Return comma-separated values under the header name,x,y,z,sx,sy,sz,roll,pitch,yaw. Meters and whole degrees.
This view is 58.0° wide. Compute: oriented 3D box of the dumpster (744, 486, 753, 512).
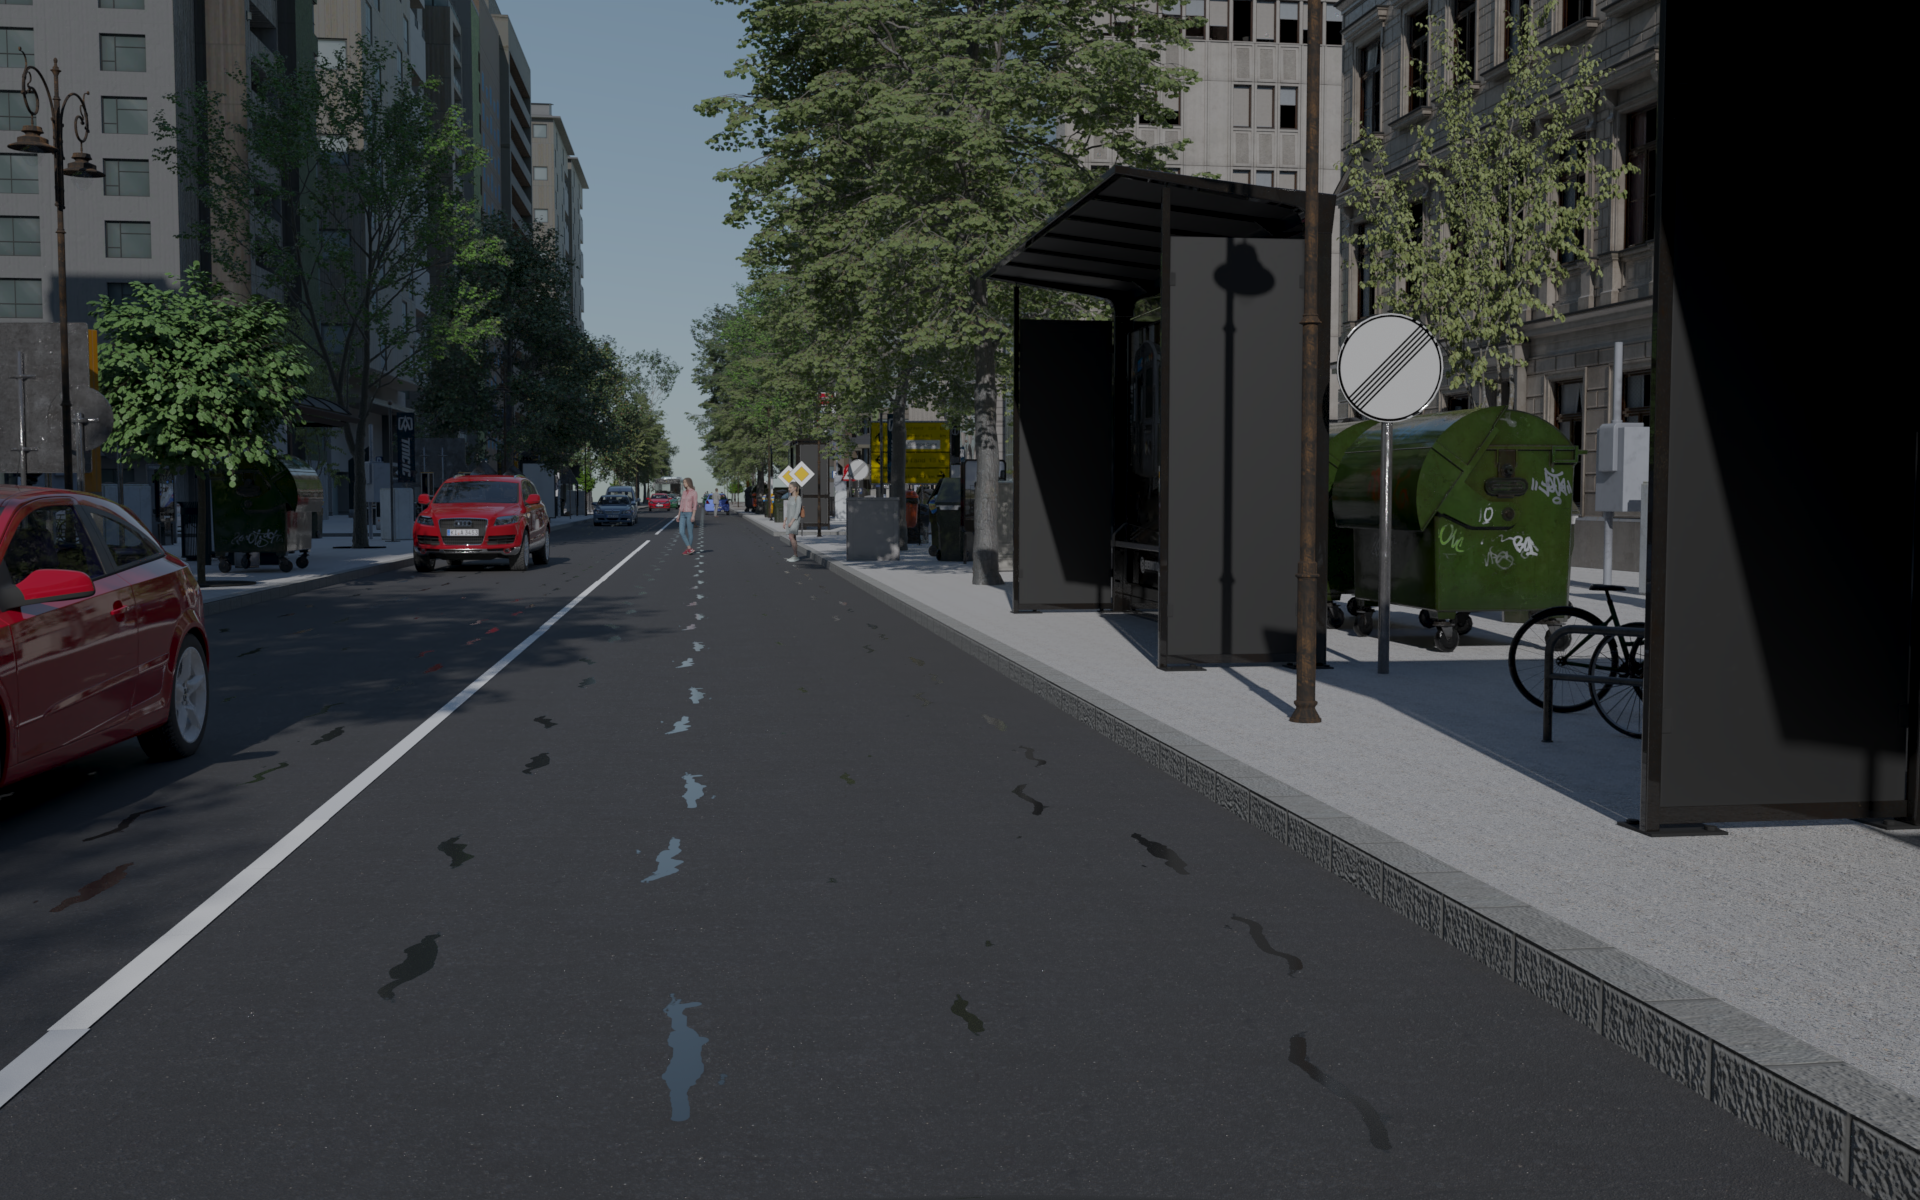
name,x,y,z,sx,sy,sz,roll,pitch,yaw
dumpster,-14.699,-7.167,122.931,1.264,1.857,1.865,-1,4,-8

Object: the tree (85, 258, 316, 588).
name,x,y,z,sx,sy,sz,roll,pitch,yaw
tree,-10.680,-2.477,24.205,4.285,4.588,4.351,0,3,0

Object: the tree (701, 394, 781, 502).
name,x,y,z,sx,sy,sz,roll,pitch,yaw
tree,-15.255,-11.883,128.697,8.767,10.594,7.601,0,4,-2

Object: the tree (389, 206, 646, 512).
name,x,y,z,sx,sy,sz,roll,pitch,yaw
tree,-18.004,-9.310,69.219,9.611,12.733,9.660,0,3,0

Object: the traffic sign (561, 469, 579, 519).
name,x,y,z,sx,sy,sz,roll,pitch,yaw
traffic sign,-19.928,-5.413,88.506,0.884,2.594,0.081,0,4,-4

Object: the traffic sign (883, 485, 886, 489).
name,x,y,z,sx,sy,sz,roll,pitch,yaw
traffic sign,-2.768,-3.883,63.598,0.768,2.556,0.104,0,4,-6

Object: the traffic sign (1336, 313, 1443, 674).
name,x,y,z,sx,sy,sz,roll,pitch,yaw
traffic sign,3.028,-0.746,12.307,0.768,2.556,0.104,0,4,-4

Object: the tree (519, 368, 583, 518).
name,x,y,z,sx,sy,sz,roll,pitch,yaw
tree,-21.916,-8.801,94.256,4.737,8.622,4.395,0,3,0

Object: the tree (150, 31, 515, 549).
name,x,y,z,sx,sy,sz,roll,pitch,yaw
tree,-14.230,-7.010,40.371,9.928,11.665,9.643,0,3,0

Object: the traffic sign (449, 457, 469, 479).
name,x,y,z,sx,sy,sz,roll,pitch,yaw
traffic sign,-17.721,-3.762,61.518,0.884,2.594,0.081,0,4,1

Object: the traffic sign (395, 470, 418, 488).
name,x,y,z,sx,sy,sz,roll,pitch,yaw
traffic sign,-19.350,-3.633,60.591,0.795,2.450,0.064,0,4,1

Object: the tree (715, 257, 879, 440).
name,x,y,z,sx,sy,sz,roll,pitch,yaw
tree,-6.967,-9.175,75.759,9.928,11.665,9.643,0,3,0

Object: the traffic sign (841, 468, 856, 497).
name,x,y,z,sx,sy,sz,roll,pitch,yaw
traffic sign,-4.333,-4.243,69.382,0.884,2.594,0.081,0,4,-4

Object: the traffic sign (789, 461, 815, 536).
name,x,y,z,sx,sy,sz,roll,pitch,yaw
traffic sign,-4.794,-2.986,52.470,0.795,2.450,0.064,-1,4,-8

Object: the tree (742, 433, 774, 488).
name,x,y,z,sx,sy,sz,roll,pitch,yaw
tree,-16.329,-11.647,140.796,4.737,8.622,4.395,0,3,0

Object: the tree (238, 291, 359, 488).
name,x,y,z,sx,sy,sz,roll,pitch,yaw
tree,-24.907,-6.817,61.823,4.737,8.622,4.395,0,3,0

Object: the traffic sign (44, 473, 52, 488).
name,x,y,z,sx,sy,sz,roll,pitch,yaw
traffic sign,-11.447,-1.324,21.754,0.768,2.556,0.104,0,4,-4

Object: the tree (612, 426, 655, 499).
name,x,y,z,sx,sy,sz,roll,pitch,yaw
tree,-29.742,-12.389,152.917,4.737,8.622,4.395,0,3,0

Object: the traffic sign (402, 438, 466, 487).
name,x,y,z,sx,sy,sz,roll,pitch,yaw
traffic sign,-19.103,-4.220,62.875,2.265,3.308,0.079,0,4,-7

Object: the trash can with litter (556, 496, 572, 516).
name,x,y,z,sx,sy,sz,roll,pitch,yaw
trash can with litter,-22.725,-5.362,99.059,0.624,1.170,1.055,3,4,39

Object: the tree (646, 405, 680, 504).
name,x,y,z,sx,sy,sz,roll,pitch,yaw
tree,-26.148,-12.517,121.657,9.611,12.733,9.660,0,3,0

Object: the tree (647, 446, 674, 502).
name,x,y,z,sx,sy,sz,roll,pitch,yaw
tree,-42.801,-18.598,238.483,7.601,10.594,8.767,0,4,3

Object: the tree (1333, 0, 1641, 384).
name,x,y,z,sx,sy,sz,roll,pitch,yaw
tree,7.743,-4.603,25.617,4.737,8.622,4.395,0,3,0

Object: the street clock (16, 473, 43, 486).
name,x,y,z,sx,sy,sz,roll,pitch,yaw
street clock,-14.281,-1.348,26.604,0.358,2.002,0.471,1,4,9

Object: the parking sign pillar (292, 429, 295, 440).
name,x,y,z,sx,sy,sz,roll,pitch,yaw
parking sign pillar,-23.063,-4.268,58.257,1.447,3.967,1.447,3,5,42

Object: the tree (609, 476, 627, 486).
name,x,y,z,sx,sy,sz,roll,pitch,yaw
tree,-31.018,-9.935,157.044,1.663,3.219,1.824,0,3,0

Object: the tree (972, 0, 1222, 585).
name,x,y,z,sx,sy,sz,roll,pitch,yaw
tree,-0.035,-6.484,24.139,7.486,12.596,7.792,0,3,0

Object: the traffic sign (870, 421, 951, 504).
name,x,y,z,sx,sy,sz,roll,pitch,yaw
traffic sign,-1.374,-3.318,48.119,2.265,3.308,0.079,0,4,0

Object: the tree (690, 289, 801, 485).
name,x,y,z,sx,sy,sz,roll,pitch,yaw
tree,-17.130,-18.225,153.875,12.611,20.169,13.585,0,3,0

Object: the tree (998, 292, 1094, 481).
name,x,y,z,sx,sy,sz,roll,pitch,yaw
tree,2.812,-6.173,51.299,4.737,8.622,4.395,0,3,0

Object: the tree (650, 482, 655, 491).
name,x,y,z,sx,sy,sz,roll,pitch,yaw
tree,-49.931,-20.473,285.101,4.360,8.622,3.978,0,3,0

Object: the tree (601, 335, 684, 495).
name,x,y,z,sx,sy,sz,roll,pitch,yaw
tree,-39.695,-21.445,206.514,12.611,20.169,13.585,0,3,0

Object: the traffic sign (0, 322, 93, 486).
name,x,y,z,sx,sy,sz,roll,pitch,yaw
traffic sign,-11.459,-1.634,20.593,2.265,3.308,0.079,0,4,1

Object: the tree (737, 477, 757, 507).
name,x,y,z,sx,sy,sz,roll,pitch,yaw
tree,-19.875,-10.438,165.267,1.663,3.219,1.824,0,3,0

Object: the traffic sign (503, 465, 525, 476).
name,x,y,z,sx,sy,sz,roll,pitch,yaw
traffic sign,-15.209,-3.387,59.027,0.795,2.450,0.064,-1,4,-8

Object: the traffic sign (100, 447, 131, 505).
name,x,y,z,sx,sy,sz,roll,pitch,yaw
traffic sign,-12.802,-1.609,26.415,0.768,2.556,0.104,0,4,1

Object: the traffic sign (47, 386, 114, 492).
name,x,y,z,sx,sy,sz,roll,pitch,yaw
traffic sign,-10.375,-1.244,20.448,0.768,2.556,0.104,0,4,-2

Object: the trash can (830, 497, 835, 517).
name,x,y,z,sx,sy,sz,roll,pitch,yaw
trash can,-7.548,-5.514,101.804,0.748,1.137,0.748,0,3,0

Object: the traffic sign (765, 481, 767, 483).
name,x,y,z,sx,sy,sz,roll,pitch,yaw
traffic sign,-15.186,-8.058,133.874,0.606,2.300,0.079,0,4,1

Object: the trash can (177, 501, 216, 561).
name,x,y,z,sx,sy,sz,roll,pitch,yaw
trash can,-14.664,-1.326,33.334,0.748,1.137,0.748,0,3,0

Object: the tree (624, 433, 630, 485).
name,x,y,z,sx,sy,sz,roll,pitch,yaw
tree,-35.905,-16.810,192.969,7.486,12.596,7.792,0,3,0

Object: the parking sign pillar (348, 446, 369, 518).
name,x,y,z,sx,sy,sz,roll,pitch,yaw
parking sign pillar,-32.494,-6.458,94.063,1.447,3.967,1.447,0,4,1

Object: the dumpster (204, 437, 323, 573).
name,x,y,z,sx,sy,sz,roll,pitch,yaw
dumpster,-11.599,-1.613,28.873,1.502,2.255,1.985,-1,4,-8

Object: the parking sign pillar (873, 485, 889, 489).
name,x,y,z,sx,sy,sz,roll,pitch,yaw
parking sign pillar,-3.864,-6.233,90.388,1.447,3.967,1.447,-1,4,-12

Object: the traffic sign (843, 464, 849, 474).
name,x,y,z,sx,sy,sz,roll,pitch,yaw
traffic sign,-4.386,-4.327,70.847,0.768,2.556,0.104,0,4,-1

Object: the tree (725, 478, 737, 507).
name,x,y,z,sx,sy,sz,roll,pitch,yaw
tree,-23.021,-11.236,178.317,1.663,3.219,1.824,0,3,0

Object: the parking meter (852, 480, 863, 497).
name,x,y,z,sx,sy,sz,roll,pitch,yaw
parking meter,-3.954,-3.743,66.909,0.399,1.863,0.255,-2,4,-34

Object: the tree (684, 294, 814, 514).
name,x,y,z,sx,sy,sz,roll,pitch,yaw
tree,-12.679,-12.478,110.670,9.857,13.997,8.962,0,3,0

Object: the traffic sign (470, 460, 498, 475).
name,x,y,z,sx,sy,sz,roll,pitch,yaw
traffic sign,-14.041,-2.904,51.128,0.795,2.450,0.064,-1,4,-8

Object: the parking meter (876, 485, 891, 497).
name,x,y,z,sx,sy,sz,roll,pitch,yaw
parking meter,-2.793,-3.239,61.362,0.372,1.533,0.369,0,3,0

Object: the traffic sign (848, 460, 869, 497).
name,x,y,z,sx,sy,sz,roll,pitch,yaw
traffic sign,-3.767,-3.920,64.203,0.768,2.556,0.104,0,4,1

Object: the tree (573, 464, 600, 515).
name,x,y,z,sx,sy,sz,roll,pitch,yaw
tree,-23.317,-6.908,107.547,1.663,3.219,1.824,0,3,0

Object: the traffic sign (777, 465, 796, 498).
name,x,y,z,sx,sy,sz,roll,pitch,yaw
traffic sign,-5.962,-3.470,60.370,0.795,2.450,0.064,-1,4,-8
